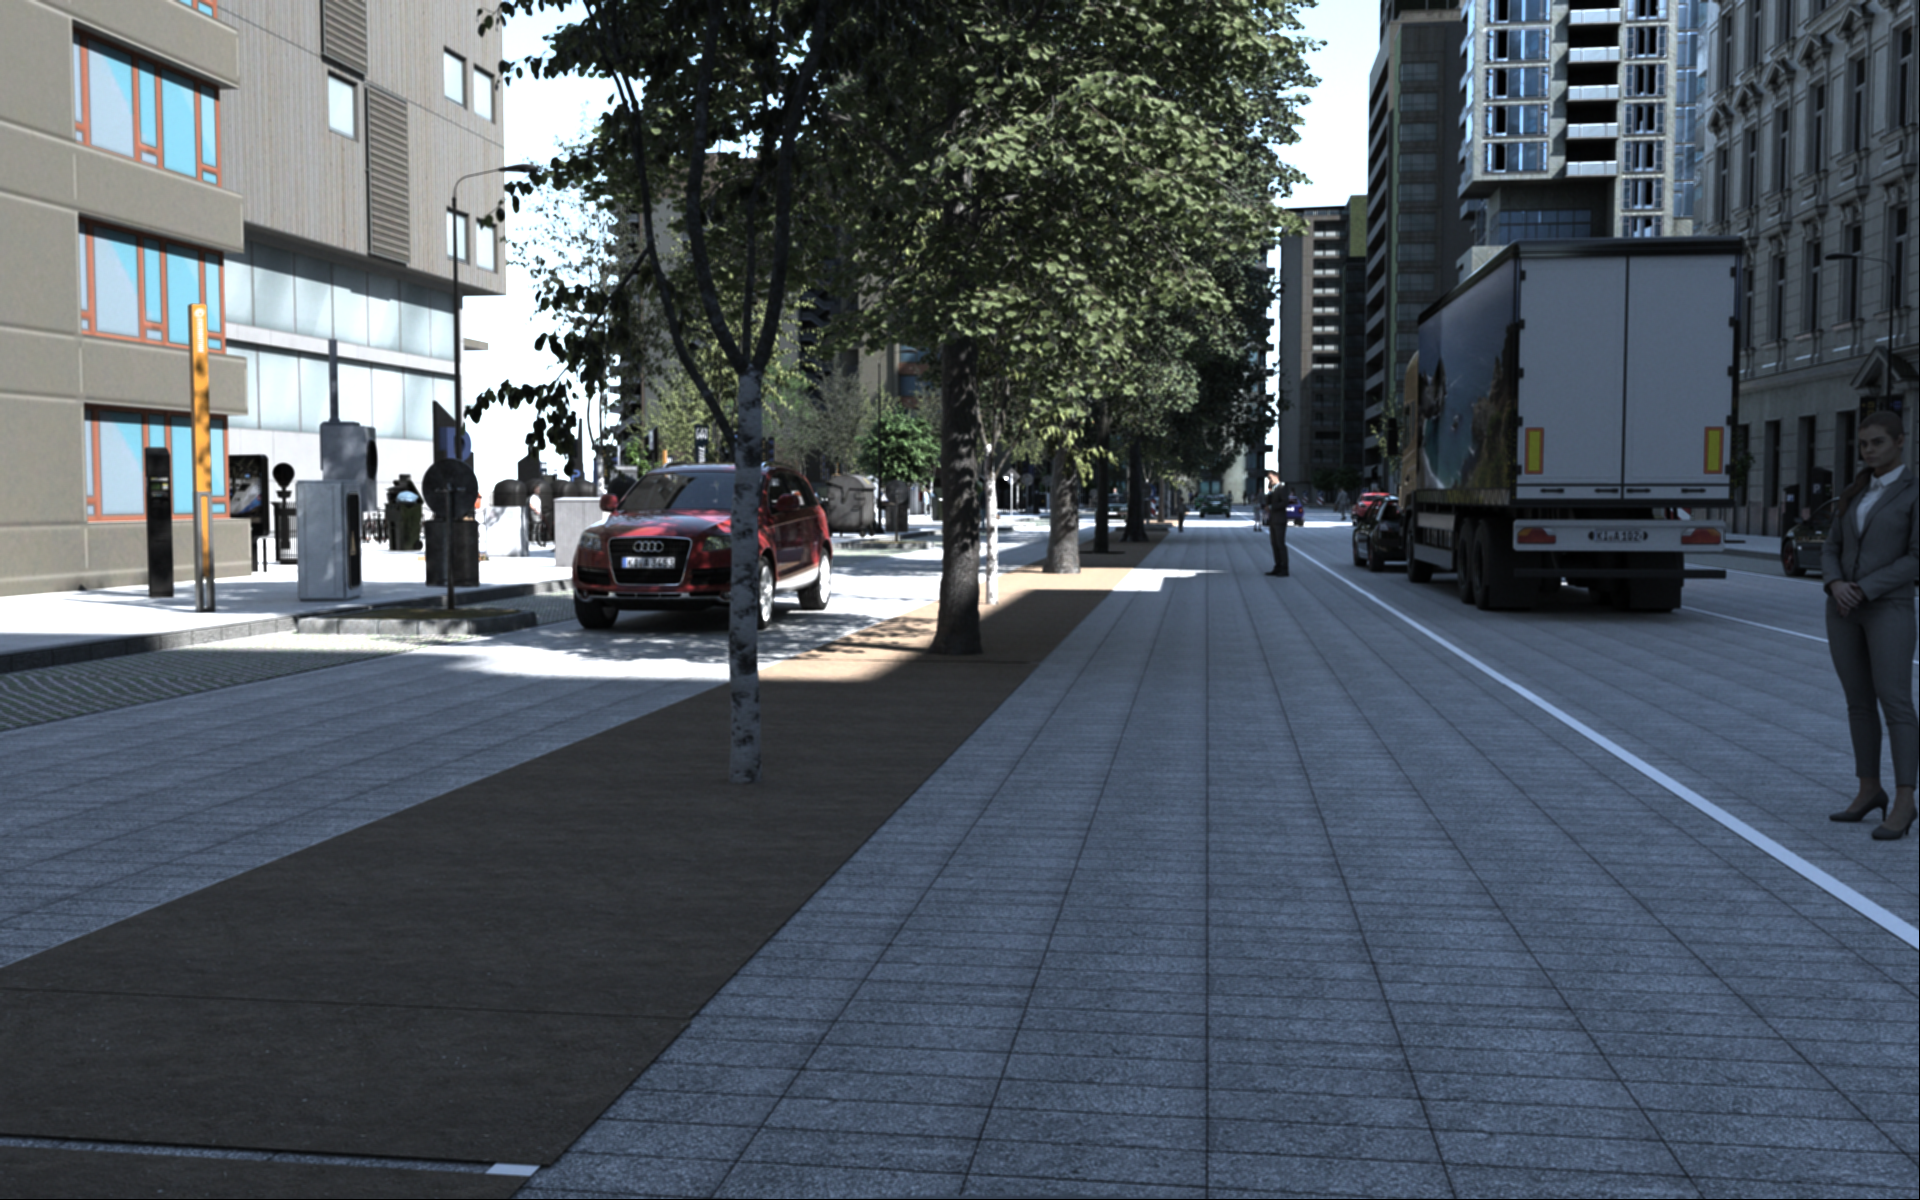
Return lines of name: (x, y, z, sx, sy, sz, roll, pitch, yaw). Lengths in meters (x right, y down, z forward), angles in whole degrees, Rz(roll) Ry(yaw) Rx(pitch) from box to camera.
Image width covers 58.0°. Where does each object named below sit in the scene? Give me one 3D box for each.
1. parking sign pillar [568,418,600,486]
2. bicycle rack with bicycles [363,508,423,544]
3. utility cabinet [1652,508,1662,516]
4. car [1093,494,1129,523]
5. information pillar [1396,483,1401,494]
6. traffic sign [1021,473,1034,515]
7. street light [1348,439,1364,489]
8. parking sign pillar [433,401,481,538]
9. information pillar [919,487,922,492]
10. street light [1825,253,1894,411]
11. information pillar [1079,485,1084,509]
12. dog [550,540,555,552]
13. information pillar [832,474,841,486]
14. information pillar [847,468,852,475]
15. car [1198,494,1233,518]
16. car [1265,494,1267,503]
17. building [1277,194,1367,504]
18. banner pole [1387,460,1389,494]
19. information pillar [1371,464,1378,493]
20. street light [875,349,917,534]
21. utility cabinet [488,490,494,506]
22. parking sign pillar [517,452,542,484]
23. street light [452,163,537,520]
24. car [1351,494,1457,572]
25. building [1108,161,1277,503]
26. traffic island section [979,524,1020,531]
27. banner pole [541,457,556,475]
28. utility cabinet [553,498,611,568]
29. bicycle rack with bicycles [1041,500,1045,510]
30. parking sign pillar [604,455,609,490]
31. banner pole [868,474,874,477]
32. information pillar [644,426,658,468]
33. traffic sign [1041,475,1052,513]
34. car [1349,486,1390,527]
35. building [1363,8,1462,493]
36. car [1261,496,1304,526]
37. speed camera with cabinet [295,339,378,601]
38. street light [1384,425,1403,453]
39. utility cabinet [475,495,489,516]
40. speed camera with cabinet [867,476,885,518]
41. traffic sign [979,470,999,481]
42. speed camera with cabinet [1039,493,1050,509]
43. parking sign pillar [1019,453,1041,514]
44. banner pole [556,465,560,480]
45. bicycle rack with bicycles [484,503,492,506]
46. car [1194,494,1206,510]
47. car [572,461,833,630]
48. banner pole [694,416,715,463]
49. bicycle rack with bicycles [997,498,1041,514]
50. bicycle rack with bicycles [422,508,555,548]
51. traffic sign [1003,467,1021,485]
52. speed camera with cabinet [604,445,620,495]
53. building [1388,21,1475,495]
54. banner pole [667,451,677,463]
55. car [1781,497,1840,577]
parking sign pillar: (-13.389, -4.404, 60.477, 1.447, 3.967, 1.447, -1, 4, -9)
bicycle rack with bicycles: (-14.640, -1.958, 45.389, 2.852, 0.926, 2.925, 0, 4, 1)
utility cabinet: (40.122, -5.614, 100.468, 1.173, 1.500, 0.318, 1, 4, 18)
car: (7.727, -4.743, 87.330, 2.009, 1.686, 4.222, 0, 4, 7)
information pillar: (29.123, -6.747, 114.798, 0.304, 2.012, 0.304, -3, 5, -44)
traffic sign: (4.134, -6.509, 106.527, 0.768, 2.556, 0.104, 1, 4, 9)
street light: (33.648, -10.673, 147.039, 1.470, 5.913, 1.316, 0, 4, 8)
parking sign pillar: (-14.795, -3.805, 50.678, 1.447, 3.967, 1.447, 2, 4, 24)
information pillar: (-2.875, -7.475, 126.705, 0.304, 2.012, 0.304, 2, 4, 34)
street light: (17.374, -3.728, 33.492, 1.470, 5.913, 1.316, 0, 4, 8)
information pillar: (10.260, -8.650, 145.923, 0.304, 2.012, 0.304, -2, 4, -35)
dog: (-8.839, -1.288, 38.792, 0.748, 0.427, 0.550, -1, 4, -23)
information pillar: (-4.585, -3.700, 64.982, 0.304, 2.012, 0.304, 2, 4, 31)
information pillar: (-9.497, -9.635, 148.882, 0.504, 3.616, 0.183, 0, 4, 1)
car: (15.513, -5.716, 105.248, 2.131, 1.459, 4.920, 1, 4, 9)
car: (37.255, -12.166, 207.710, 1.959, 1.807, 4.718, 0, 4, 7)
building: (51.235, -33.951, 238.687, 14.086, 41.232, 14.154, 0, 4, 8)
banner pole: (31.786, -8.478, 128.624, 0.401, 3.779, 0.863, 1, 4, 9)
information pillar: (32.017, -8.710, 133.761, 0.504, 3.616, 0.183, -1, 4, -9)
street light: (-2.057, -5.086, 55.705, 1.470, 5.913, 1.316, 0, 4, 8)
utility cabinet: (-25.562, -5.349, 96.133, 1.173, 1.500, 0.318, 1, 4, 11)
parking sign pillar: (-24.406, -6.712, 98.208, 1.447, 3.967, 1.447, 0, 4, 6)
street light: (-6.615, -3.181, 24.554, 1.470, 5.913, 1.316, 0, 4, 8)
car: (8.570, -1.432, 33.205, 2.009, 1.686, 4.222, 0, 4, 7)
building: (29.088, -38.304, 245.877, 30.456, 49.044, 23.786, 0, 4, 8)
traffic island section: (1.083, -2.785, 67.820, 2.009, 0.180, 2.903, 0, 4, 8)
banner pole: (-27.965, -7.779, 117.207, 0.863, 3.779, 0.401, -1, 4, -18)
utility cabinet: (-6.557, -1.158, 30.102, 1.020, 1.237, 0.306, 2, 4, 23)
bicycle rack with bicycles: (5.726, -7.928, 143.012, 2.925, 0.926, 2.852, 0, 4, 6)
parking sign pillar: (-18.858, -6.326, 91.902, 1.447, 3.967, 1.447, 2, 4, 30)
banner pole: (-6.877, -8.979, 136.821, 0.863, 3.779, 0.401, -1, 4, -19)
information pillar: (-10.557, -4.160, 59.369, 0.504, 3.616, 0.183, -3, 4, -37)
traffic sign: (5.859, -7.146, 116.937, 0.768, 2.556, 0.104, 1, 4, 11)
car: (18.459, -4.163, 77.098, 2.155, 1.783, 4.494, 1, 4, 9)
building: (51.802, -33.440, 170.450, 21.300, 48.544, 21.600, 0, 4, 8)
car: (14.553, -4.011, 78.153, 1.945, 1.354, 3.894, 0, 4, 7)
speed camera with cabinet: (-7.741, -1.666, 21.572, 0.660, 3.252, 2.038, 0, 4, -8)
street light: (29.180, -8.799, 116.403, 1.470, 5.913, 1.316, 0, 4, 8)
utility cabinet: (-28.455, -5.632, 103.239, 1.020, 1.237, 0.306, -1, 4, -19)
speed camera with cabinet: (-4.088, -5.961, 91.803, 2.038, 3.252, 0.660, 2, 4, 27)
traffic sign: (1.108, -4.010, 67.749, 0.795, 2.593, 0.064, 0, 4, 8)
speed camera with cabinet: (7.598, -9.296, 146.328, 2.038, 3.252, 0.660, 0, 4, 8)
parking sign pillar: (4.562, -7.620, 113.061, 1.447, 3.967, 1.447, 1, 4, 11)
banner pole: (-34.598, -9.717, 148.892, 0.863, 3.779, 0.401, -3, 5, -40)
bicycle rack with bicycles: (-17.545, -3.389, 68.793, 2.852, 0.926, 2.925, -2, 4, -26)
car: (21.877, -8.915, 154.560, 1.959, 1.807, 4.718, 0, 4, 8)
car: (-2.835, -0.695, 20.035, 2.281, 1.827, 5.304, 0, 4, 7)
banner pole: (-7.979, -3.949, 54.584, 0.863, 3.779, 0.401, 1, 4, 15)
bicycle rack with bicycles: (3.179, -5.963, 110.875, 2.925, 0.926, 2.852, -1, 4, -17)
bicycle rack with bicycles: (-11.082, -1.735, 41.752, 2.852, 0.926, 2.925, -2, 4, -31)
traffic sign: (2.237, -4.493, 75.654, 0.795, 2.593, 0.064, 0, 4, 8)
speed camera with cabinet: (-14.049, -4.620, 69.872, 0.660, 3.252, 2.038, 2, 4, 28)
building: (45.234, -28.741, 153.508, 14.154, 41.232, 14.086, 0, 4, 8)
banner pole: (-16.624, -6.721, 99.900, 0.863, 3.779, 0.401, -1, 4, -22)
car: (15.002, -1.149, 28.572, 2.009, 1.686, 4.222, 0, 4, 7)
